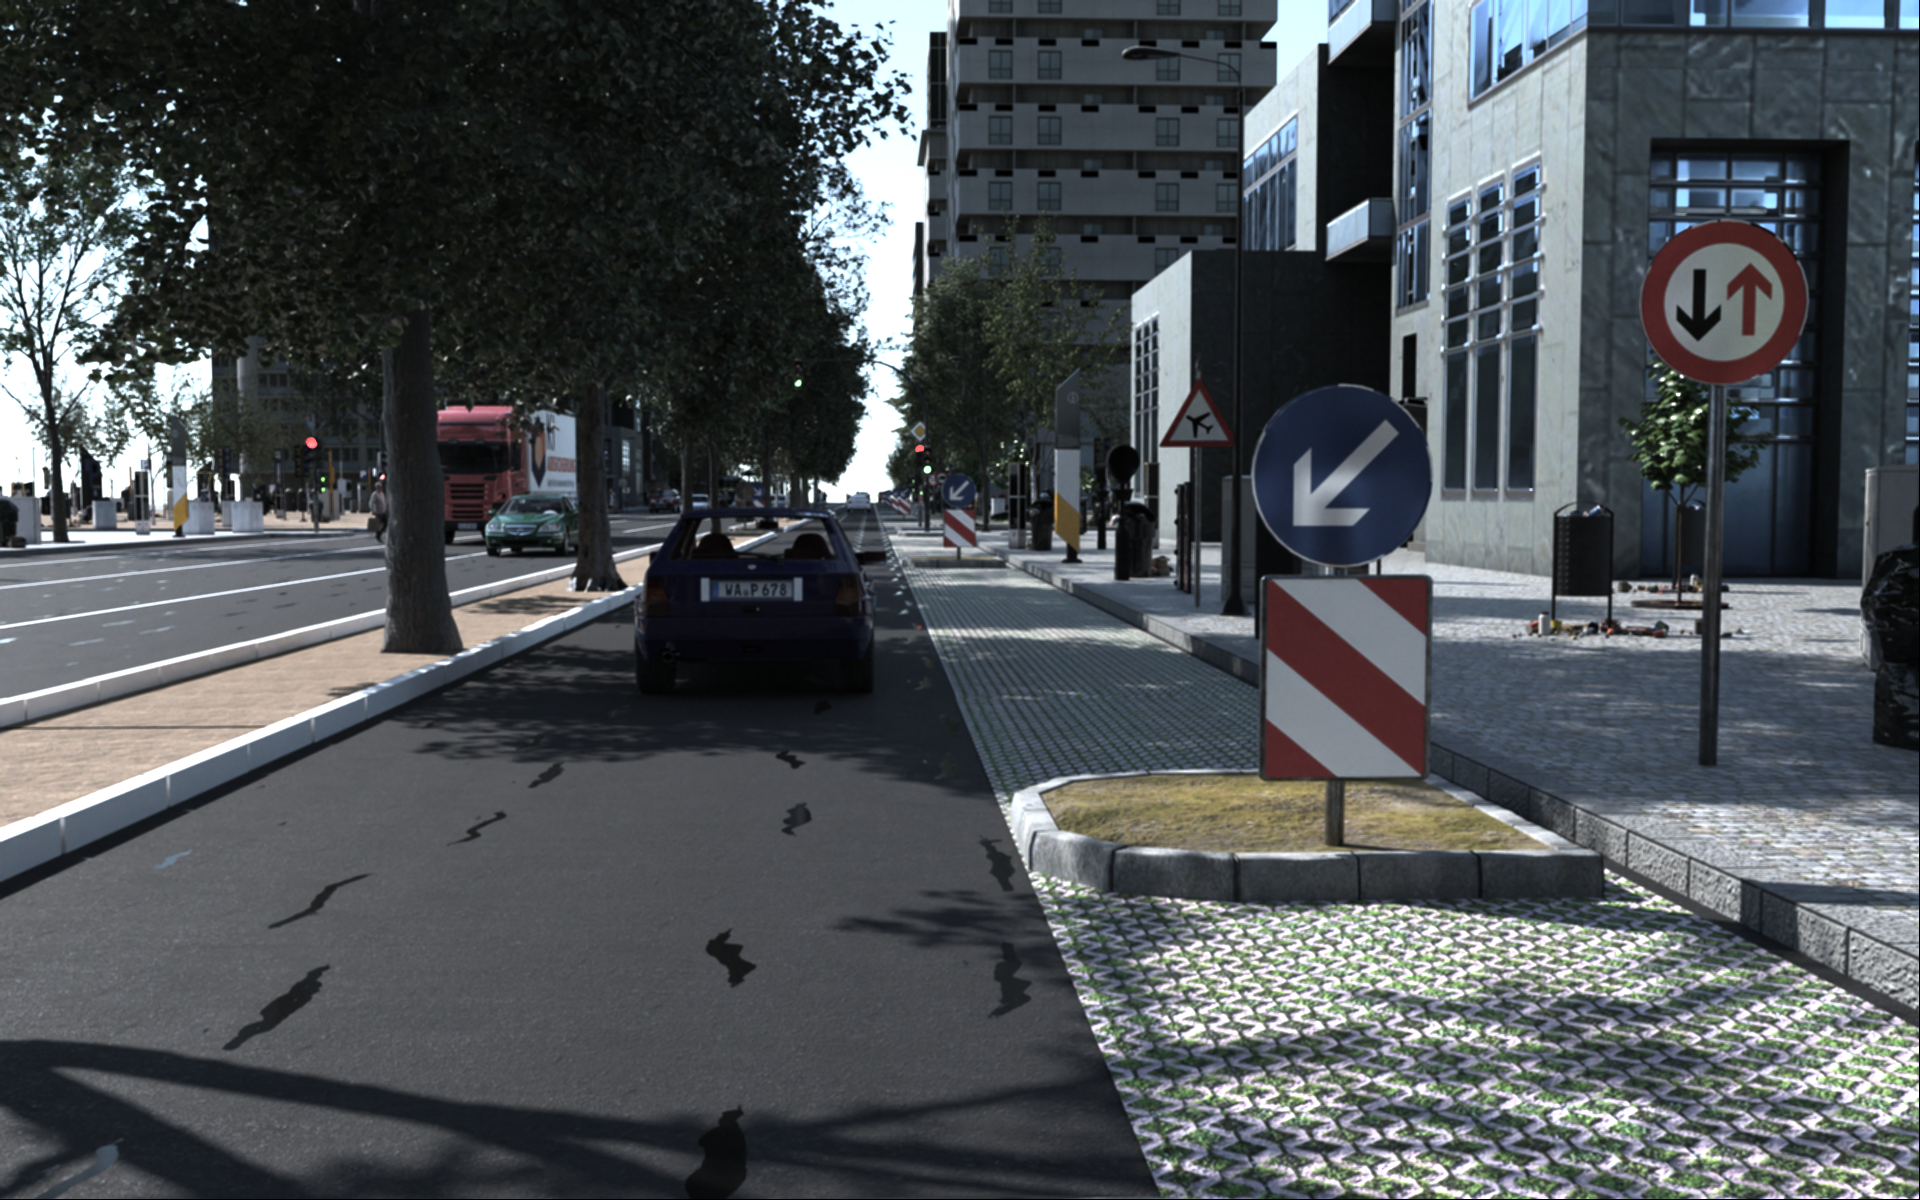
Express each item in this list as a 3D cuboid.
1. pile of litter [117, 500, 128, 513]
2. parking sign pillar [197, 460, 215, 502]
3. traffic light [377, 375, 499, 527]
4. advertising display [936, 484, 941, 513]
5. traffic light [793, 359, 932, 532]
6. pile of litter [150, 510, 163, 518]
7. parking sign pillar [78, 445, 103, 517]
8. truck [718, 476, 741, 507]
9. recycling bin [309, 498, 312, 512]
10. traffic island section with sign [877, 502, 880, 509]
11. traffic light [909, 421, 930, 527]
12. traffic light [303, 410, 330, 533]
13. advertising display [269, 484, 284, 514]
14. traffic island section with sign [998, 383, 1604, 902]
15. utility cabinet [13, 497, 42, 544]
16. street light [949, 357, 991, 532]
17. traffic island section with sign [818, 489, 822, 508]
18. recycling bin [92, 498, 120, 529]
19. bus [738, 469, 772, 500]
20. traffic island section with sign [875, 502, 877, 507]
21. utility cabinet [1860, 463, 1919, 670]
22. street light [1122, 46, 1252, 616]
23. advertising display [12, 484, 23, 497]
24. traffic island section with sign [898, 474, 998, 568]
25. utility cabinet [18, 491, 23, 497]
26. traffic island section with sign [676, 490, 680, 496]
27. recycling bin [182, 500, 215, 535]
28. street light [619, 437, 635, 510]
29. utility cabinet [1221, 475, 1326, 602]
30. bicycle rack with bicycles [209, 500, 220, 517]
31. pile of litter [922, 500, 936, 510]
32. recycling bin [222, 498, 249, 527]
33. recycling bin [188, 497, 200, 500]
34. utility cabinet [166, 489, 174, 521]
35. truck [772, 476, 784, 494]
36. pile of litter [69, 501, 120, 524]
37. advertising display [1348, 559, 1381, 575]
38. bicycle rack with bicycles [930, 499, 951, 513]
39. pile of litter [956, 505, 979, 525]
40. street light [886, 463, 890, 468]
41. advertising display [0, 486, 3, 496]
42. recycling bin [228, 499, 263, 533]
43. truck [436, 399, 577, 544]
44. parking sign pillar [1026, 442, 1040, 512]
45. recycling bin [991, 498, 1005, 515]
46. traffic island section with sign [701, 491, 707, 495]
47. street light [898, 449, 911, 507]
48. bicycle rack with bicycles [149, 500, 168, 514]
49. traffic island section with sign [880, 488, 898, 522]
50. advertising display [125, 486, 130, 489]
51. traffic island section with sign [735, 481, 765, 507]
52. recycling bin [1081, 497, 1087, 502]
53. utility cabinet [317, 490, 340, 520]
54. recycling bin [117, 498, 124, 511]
[{"bbox_3d":[-57.325,-6.396,118.543,1.176,0.858,1.719,0,4,0],"label":"pile of litter"},{"bbox_3d":[-60.147,-9.152,138.111,1.447,3.967,1.447,1,4,10],"label":"parking sign pillar"},{"bbox_3d":[-19.804,-5.577,65.859,4.771,5.953,1.251,0,4,-3],"label":"traffic light"},{"bbox_3d":[-1.438,-6.789,116.209,0.123,1.923,0.974,-1,4,-18],"label":"advertising display"},{"bbox_3d":[-3.230,-5.130,58.551,4.771,5.953,1.251,0,4,-3],"label":"traffic light"},{"bbox_3d":[-44.501,-4.960,95.061,1.719,0.858,1.176,3,5,44],"label":"pile of litter"},{"bbox_3d":[-48.081,-6.571,95.907,1.447,3.967,1.447,0,4,8],"label":"parking sign pillar"},{"bbox_3d":[-24.771,-11.737,187.827,3.469,3.379,9.791,0,4,-3],"label":"truck"},{"bbox_3d":[-46.741,-6.898,125.333,0.722,1.027,0.722,-1,4,-17],"label":"recycling bin"},{"bbox_3d":[-4.370,-6.572,116.079,1.989,1.847,2.006,0,4,-3],"label":"traffic island section with sign"},{"bbox_3d":[-1.555,-4.762,66.774,0.839,4.253,0.868,0,4,-3],"label":"traffic light"},{"bbox_3d":[-21.479,-4.209,57.742,0.839,4.253,0.868,0,4,-3],"label":"traffic light"},{"bbox_3d":[-43.885,-6.488,111.292,0.974,1.923,0.123,-1,4,-20],"label":"advertising display"},{"bbox_3d":[1.231,0.100,6.998,1.989,1.847,2.006,0,4,-3],"label":"traffic island section with sign"},{"bbox_3d":[-24.071,-2.028,44.313,1.020,1.237,0.306,0,4,4],"label":"utility cabinet"},{"bbox_3d":[0.338,-5.270,58.699,1.470,5.913,1.316,0,4,-3],"label":"street light"},{"bbox_3d":[-11.599,-8.143,141.271,2.006,1.907,1.989,0,4,-3],"label":"traffic island section with sign"},{"bbox_3d":[-31.914,-3.184,64.607,0.722,1.027,0.722,-2,4,-34],"label":"recycling bin"},{"bbox_3d":[-20.474,-11.187,174.447,2.896,3.916,12.252,0,4,-3],"label":"bus"},{"bbox_3d":[-6.941,-9.634,166.135,1.989,1.847,2.006,0,4,-3],"label":"traffic island section with sign"},{"bbox_3d":[6.906,-0.257,12.885,0.318,1.500,1.173,2,4,24],"label":"utility cabinet"},{"bbox_3d":[2.385,-2.791,18.174,1.470,5.913,1.316,0,4,-3],"label":"street light"},{"bbox_3d":[-62.396,-6.717,115.042,0.974,1.923,0.123,-1,4,-15],"label":"advertising display"},{"bbox_3d":[-0.161,-1.566,34.226,1.989,1.847,2.006,0,4,-3],"label":"traffic island section with sign"},{"bbox_3d":[-61.056,-6.393,113.199,0.318,1.500,1.173,0,4,6],"label":"utility cabinet"},{"bbox_3d":[-27.071,-9.612,165.779,1.989,1.847,2.006,0,4,-3],"label":"traffic island section with sign"},{"bbox_3d":[-24.068,-2.577,54.688,0.722,1.027,0.722,1,4,17],"label":"recycling bin"},{"bbox_3d":[-27.319,-10.364,141.987,1.470,5.913,1.316,0,4,-3],"label":"street light"},{"bbox_3d":[3.670,-0.710,20.295,1.173,1.500,0.318,2,4,28],"label":"utility cabinet"},{"bbox_3d":[-42.046,-5.251,99.236,2.925,0.926,2.852,0,4,8],"label":"bicycle rack with bicycles"},{"bbox_3d":[-2.253,-7.819,141.811,1.719,0.858,1.176,2,4,26],"label":"pile of litter"},{"bbox_3d":[-28.064,-3.331,67.021,0.722,1.027,0.722,0,4,0],"label":"recycling bin"},{"bbox_3d":[-37.466,-4.374,84.062,0.722,1.027,0.722,2,4,33],"label":"recycling bin"},{"bbox_3d":[-36.740,-4.443,81.319,1.173,1.500,0.318,2,4,34],"label":"utility cabinet"},{"bbox_3d":[-28.701,-16.997,266.811,2.839,4.237,11.283,0,4,-2],"label":"truck"},{"bbox_3d":[-36.843,-3.630,73.323,1.719,0.858,1.176,1,4,18],"label":"pile of litter"},{"bbox_3d":[5.888,-1.247,25.607,0.123,1.923,0.974,-2,4,-33],"label":"advertising display"},{"bbox_3d":[-0.896,-6.475,119.252,2.925,0.926,2.852,-1,4,-19],"label":"bicycle rack with bicycles"},{"bbox_3d":[0.197,-3.611,72.998,1.176,0.858,1.719,0,4,-1],"label":"pile of litter"},{"bbox_3d":[-9.931,-17.547,259.439,1.470,5.913,1.316,0,4,-3],"label":"street light"},{"bbox_3d":[-72.706,-7.677,130.736,0.123,1.923,0.974,1,4,22],"label":"advertising display"},{"bbox_3d":[-23.518,-2.729,57.176,0.722,1.027,0.722,1,4,10],"label":"recycling bin"},{"bbox_3d":[-13.996,-3.936,53.266,2.839,4.237,11.283,0,4,-3],"label":"truck"},{"bbox_3d":[3.515,-6.208,89.975,1.447,3.967,1.447,0,4,7],"label":"parking sign pillar"},{"bbox_3d":[2.331,-5.709,105.891,0.722,1.027,0.722,-1,4,-10],"label":"recycling bin"},{"bbox_3d":[-28.460,-11.258,192.698,1.989,1.847,2.006,0,4,-3],"label":"traffic island section with sign"},{"bbox_3d":[-5.759,-12.509,177.067,1.470,5.913,1.316,0,4,-3],"label":"street light"},{"bbox_3d":[-51.517,-6.042,112.170,2.852,0.926,2.925,-2,4,-28],"label":"bicycle rack with bicycles"},{"bbox_3d":[-2.994,-4.925,89.159,1.989,1.847,2.006,0,4,-3],"label":"traffic island section with sign"},{"bbox_3d":[-65.436,-8.006,136.114,0.123,1.923,0.974,-3,5,-41],"label":"advertising display"},{"bbox_3d":[-7.733,-3.553,66.232,2.006,1.907,1.989,0,4,-3],"label":"traffic island section with sign"},{"bbox_3d":[9.294,-7.353,132.769,0.722,1.027,0.722,3,4,37],"label":"recycling bin"},{"bbox_3d":[-31.177,-4.689,85.340,0.318,1.500,1.173,3,4,36],"label":"utility cabinet"},{"bbox_3d":[-59.865,-6.768,123.206,0.722,1.027,0.722,-2,4,-25],"label":"recycling bin"}]
